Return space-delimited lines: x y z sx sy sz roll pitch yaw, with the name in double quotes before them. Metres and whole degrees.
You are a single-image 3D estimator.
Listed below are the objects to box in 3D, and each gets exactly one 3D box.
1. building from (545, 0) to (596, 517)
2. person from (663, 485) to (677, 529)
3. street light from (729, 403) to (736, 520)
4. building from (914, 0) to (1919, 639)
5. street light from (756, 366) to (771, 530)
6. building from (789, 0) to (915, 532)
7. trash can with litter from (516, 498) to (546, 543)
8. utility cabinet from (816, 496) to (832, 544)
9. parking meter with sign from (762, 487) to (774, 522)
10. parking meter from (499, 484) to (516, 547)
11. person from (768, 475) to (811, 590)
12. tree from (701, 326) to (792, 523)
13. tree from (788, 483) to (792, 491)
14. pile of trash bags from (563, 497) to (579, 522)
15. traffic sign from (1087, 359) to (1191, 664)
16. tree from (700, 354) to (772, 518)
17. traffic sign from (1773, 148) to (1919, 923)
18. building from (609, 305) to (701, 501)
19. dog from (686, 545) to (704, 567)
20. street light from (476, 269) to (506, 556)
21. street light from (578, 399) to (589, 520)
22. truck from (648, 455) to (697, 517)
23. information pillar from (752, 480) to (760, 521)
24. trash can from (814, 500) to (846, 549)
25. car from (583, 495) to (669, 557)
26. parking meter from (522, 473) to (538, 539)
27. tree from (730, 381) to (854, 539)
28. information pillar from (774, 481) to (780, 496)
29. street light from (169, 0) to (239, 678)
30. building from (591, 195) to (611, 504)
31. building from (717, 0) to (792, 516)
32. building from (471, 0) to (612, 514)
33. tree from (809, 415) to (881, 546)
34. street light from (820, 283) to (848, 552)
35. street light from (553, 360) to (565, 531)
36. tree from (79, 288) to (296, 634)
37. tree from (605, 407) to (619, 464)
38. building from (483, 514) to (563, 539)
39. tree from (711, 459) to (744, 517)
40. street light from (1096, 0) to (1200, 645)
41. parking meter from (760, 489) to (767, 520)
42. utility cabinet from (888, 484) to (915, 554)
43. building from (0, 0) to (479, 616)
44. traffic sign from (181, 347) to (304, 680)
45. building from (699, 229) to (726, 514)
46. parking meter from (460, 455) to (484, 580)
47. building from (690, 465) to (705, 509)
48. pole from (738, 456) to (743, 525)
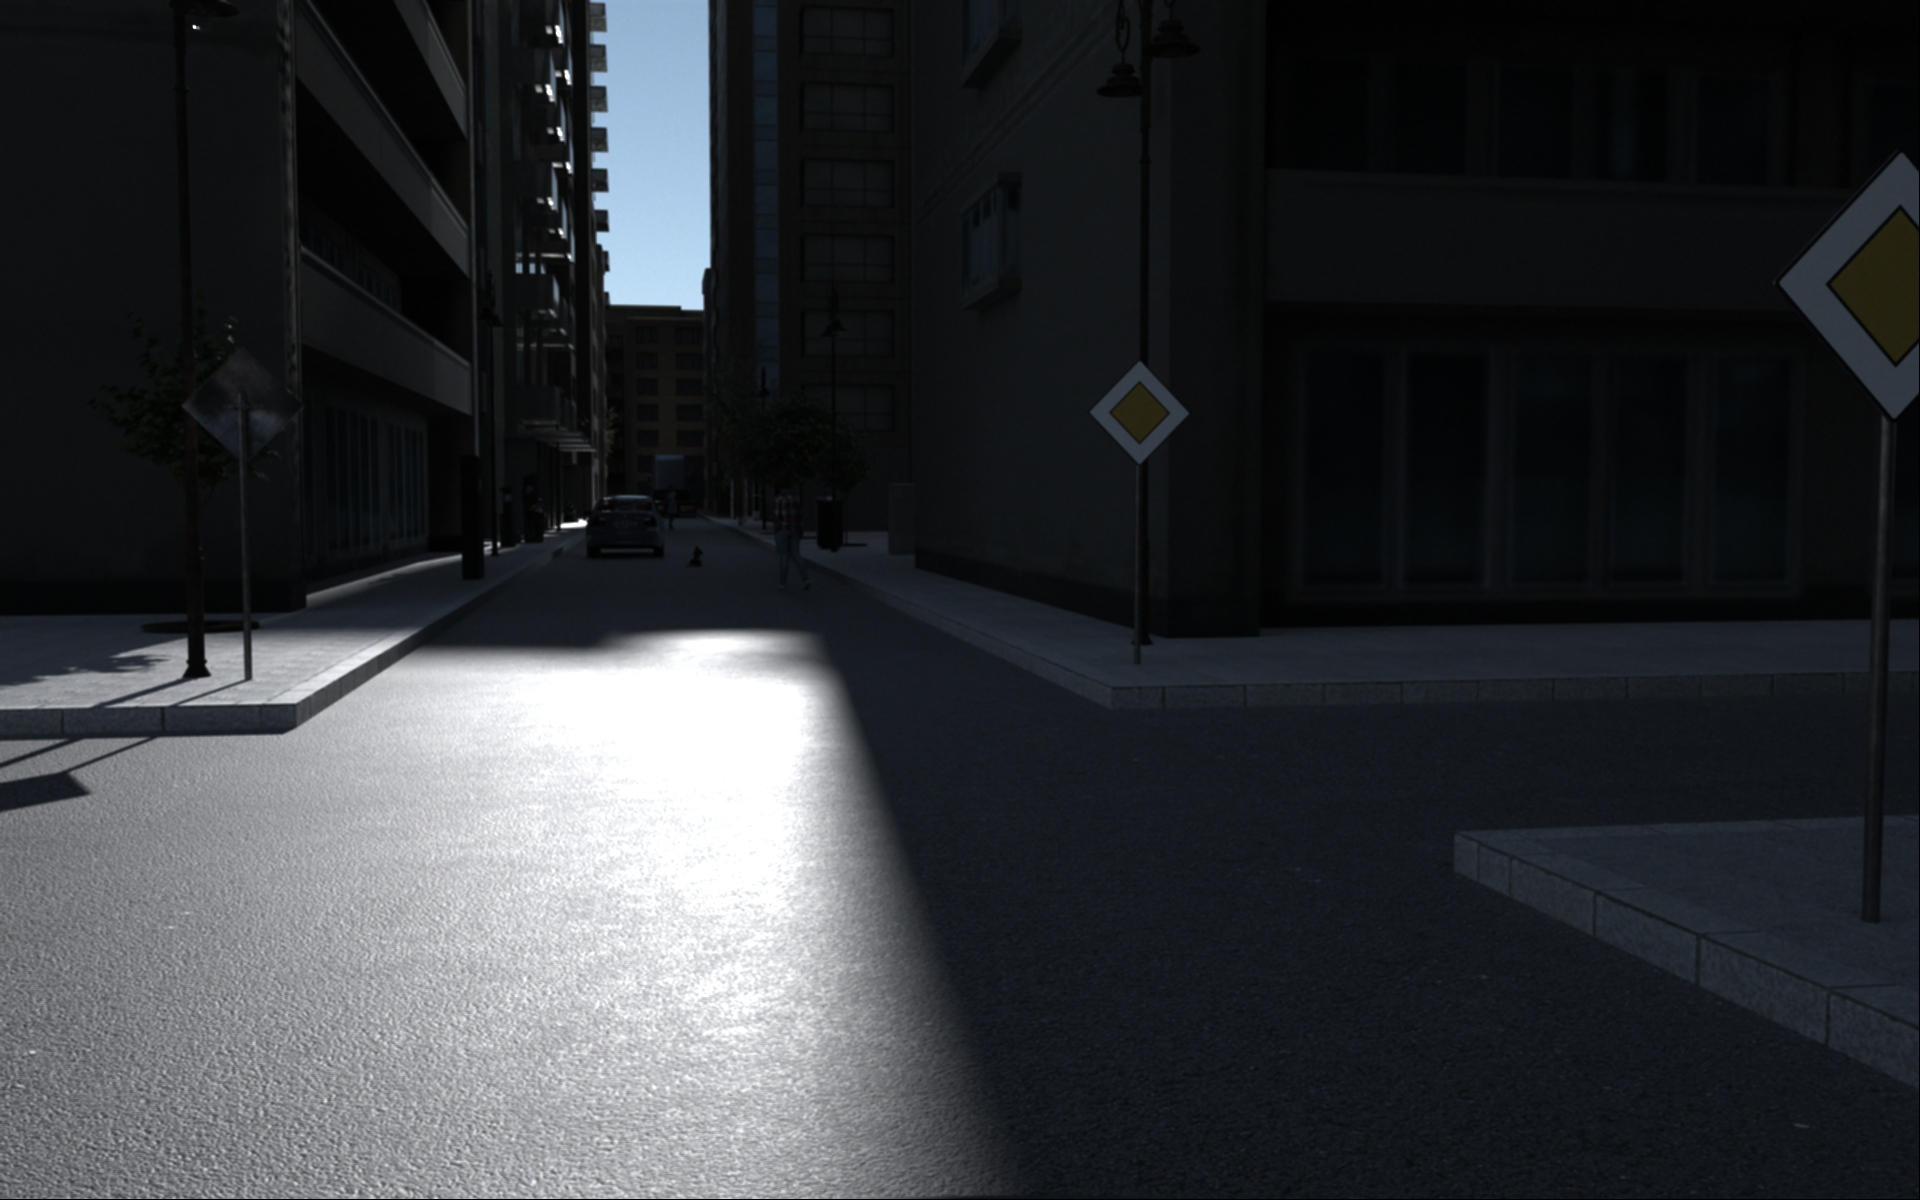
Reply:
"building" -26.932 -19.583 91.885 14.160 30.474 14.107 -1 4 -10
"person" -11.791 -3.777 70.344 0.616 1.811 0.778 -2 4 -24
"street light" -11.300 -6.965 86.671 0.468 5.910 1.993 -1 4 -10
"building" 10.319 -24.617 26.190 21.600 48.544 21.300 -1 4 -10
"street light" -7.076 -5.485 62.473 0.468 5.910 1.993 -1 4 -10
"building" 0.417 -23.368 65.662 14.154 41.232 14.086 -1 4 -10
"trash can with litter" -11.403 -2.079 45.382 1.055 1.170 0.624 0 4 0
"utility cabinet" -3.541 -2.092 45.363 0.306 1.237 1.020 0 4 6
"parking meter with sign" -8.324 -5.135 80.226 1.738 3.016 0.543 0 4 -4
"parking meter" -10.981 -2.057 42.041 0.372 1.533 0.369 0 3 0
"person" -2.576 -1.017 25.964 0.563 1.720 0.643 -3 5 -42
"tree" -9.297 -7.735 76.832 4.360 8.622 3.978 0 3 0
"tree" -8.346 -5.376 82.505 1.663 3.219 1.824 0 3 0
"pile of trash bags" -18.551 -4.248 79.213 1.912 1.369 3.447 -1 4 -19
"traffic sign" 1.334 -0.572 12.998 0.795 2.450 0.064 -1 4 -10
"tree" -11.971 -8.666 92.058 4.737 8.622 4.395 0 3 0
"traffic sign" 2.731 -0.091 5.135 0.795 2.450 0.064 -1 4 -10
"building" -40.427 -20.544 180.927 28.899 21.520 27.650 -1 4 -10
"dog" -5.312 -0.870 34.413 0.550 0.427 0.748 3 4 36
"street light" -9.640 -3.849 35.716 0.468 5.910 1.993 -1 4 -10
"street light" -18.246 -6.805 84.047 0.468 5.910 1.993 -1 4 -10
"truck" -18.891 -7.581 113.701 2.967 4.110 18.799 -1 4 -11
"information pillar" -9.888 -4.861 83.971 0.304 2.012 0.304 -1 4 -22
"trash can" -3.017 -1.753 40.315 0.748 1.137 0.748 0 3 0
"car" -7.833 -1.750 40.618 2.014 1.417 4.499 -1 4 -10
"parking meter" -11.685 -2.532 47.104 0.399 1.863 0.255 0 4 -5
"tree" -4.695 -4.063 50.151 4.285 4.588 4.351 0 3 0
"information pillar" -6.636 -3.607 63.460 0.304 2.012 0.304 1 4 14
"street light" -5.368 -2.399 12.007 0.468 5.910 1.993 -1 4 -10
"building" -37.383 -16.334 112.106 27.650 21.520 28.899 -1 4 -10
"building" -7.658 -27.916 106.543 14.600 45.320 14.200 -1 4 -10
"building" -45.215 -32.195 145.994 30.456 49.044 23.786 -1 4 -10
"tree" -2.944 -2.948 42.798 1.663 3.219 1.824 0 3 0
"street light" -2.776 -3.995 38.100 0.468 5.910 1.993 -1 4 -10
"street light" -13.869 -5.316 59.698 0.468 5.910 1.993 -1 4 -10
"tree" -7.058 -1.328 16.319 1.663 3.219 1.824 0 3 0
"tree" -28.262 -11.209 133.630 4.360 8.622 3.978 0 3 0
"building" -25.074 -26.887 59.203 23.786 49.044 30.456 -1 4 -10
"tree" -13.074 -6.218 96.267 1.663 3.219 1.824 0 3 0
"street light" 1.555 -2.557 14.603 0.468 5.910 1.993 -1 4 -10
"parking meter" -9.826 -4.777 86.511 0.372 1.533 0.369 0 3 0
"utility cabinet" -0.931 -1.723 36.852 1.173 1.500 0.318 -2 4 -27
"building" -19.551 -24.587 25.702 21.300 48.544 21.600 -1 4 -10
"traffic sign" -4.916 -0.506 11.912 0.795 2.450 0.064 -1 4 -10
"building" -4.851 -17.405 129.611 27.650 21.520 28.899 -1 4 -10
"parking meter" -7.350 -1.248 26.108 0.255 1.863 0.399 0 4 -2
"building" -13.356 -43.635 151.683 20.563 71.187 20.611 -1 4 -10
"pole" -9.053 -4.745 71.429 0.158 3.312 0.155 0 3 0
